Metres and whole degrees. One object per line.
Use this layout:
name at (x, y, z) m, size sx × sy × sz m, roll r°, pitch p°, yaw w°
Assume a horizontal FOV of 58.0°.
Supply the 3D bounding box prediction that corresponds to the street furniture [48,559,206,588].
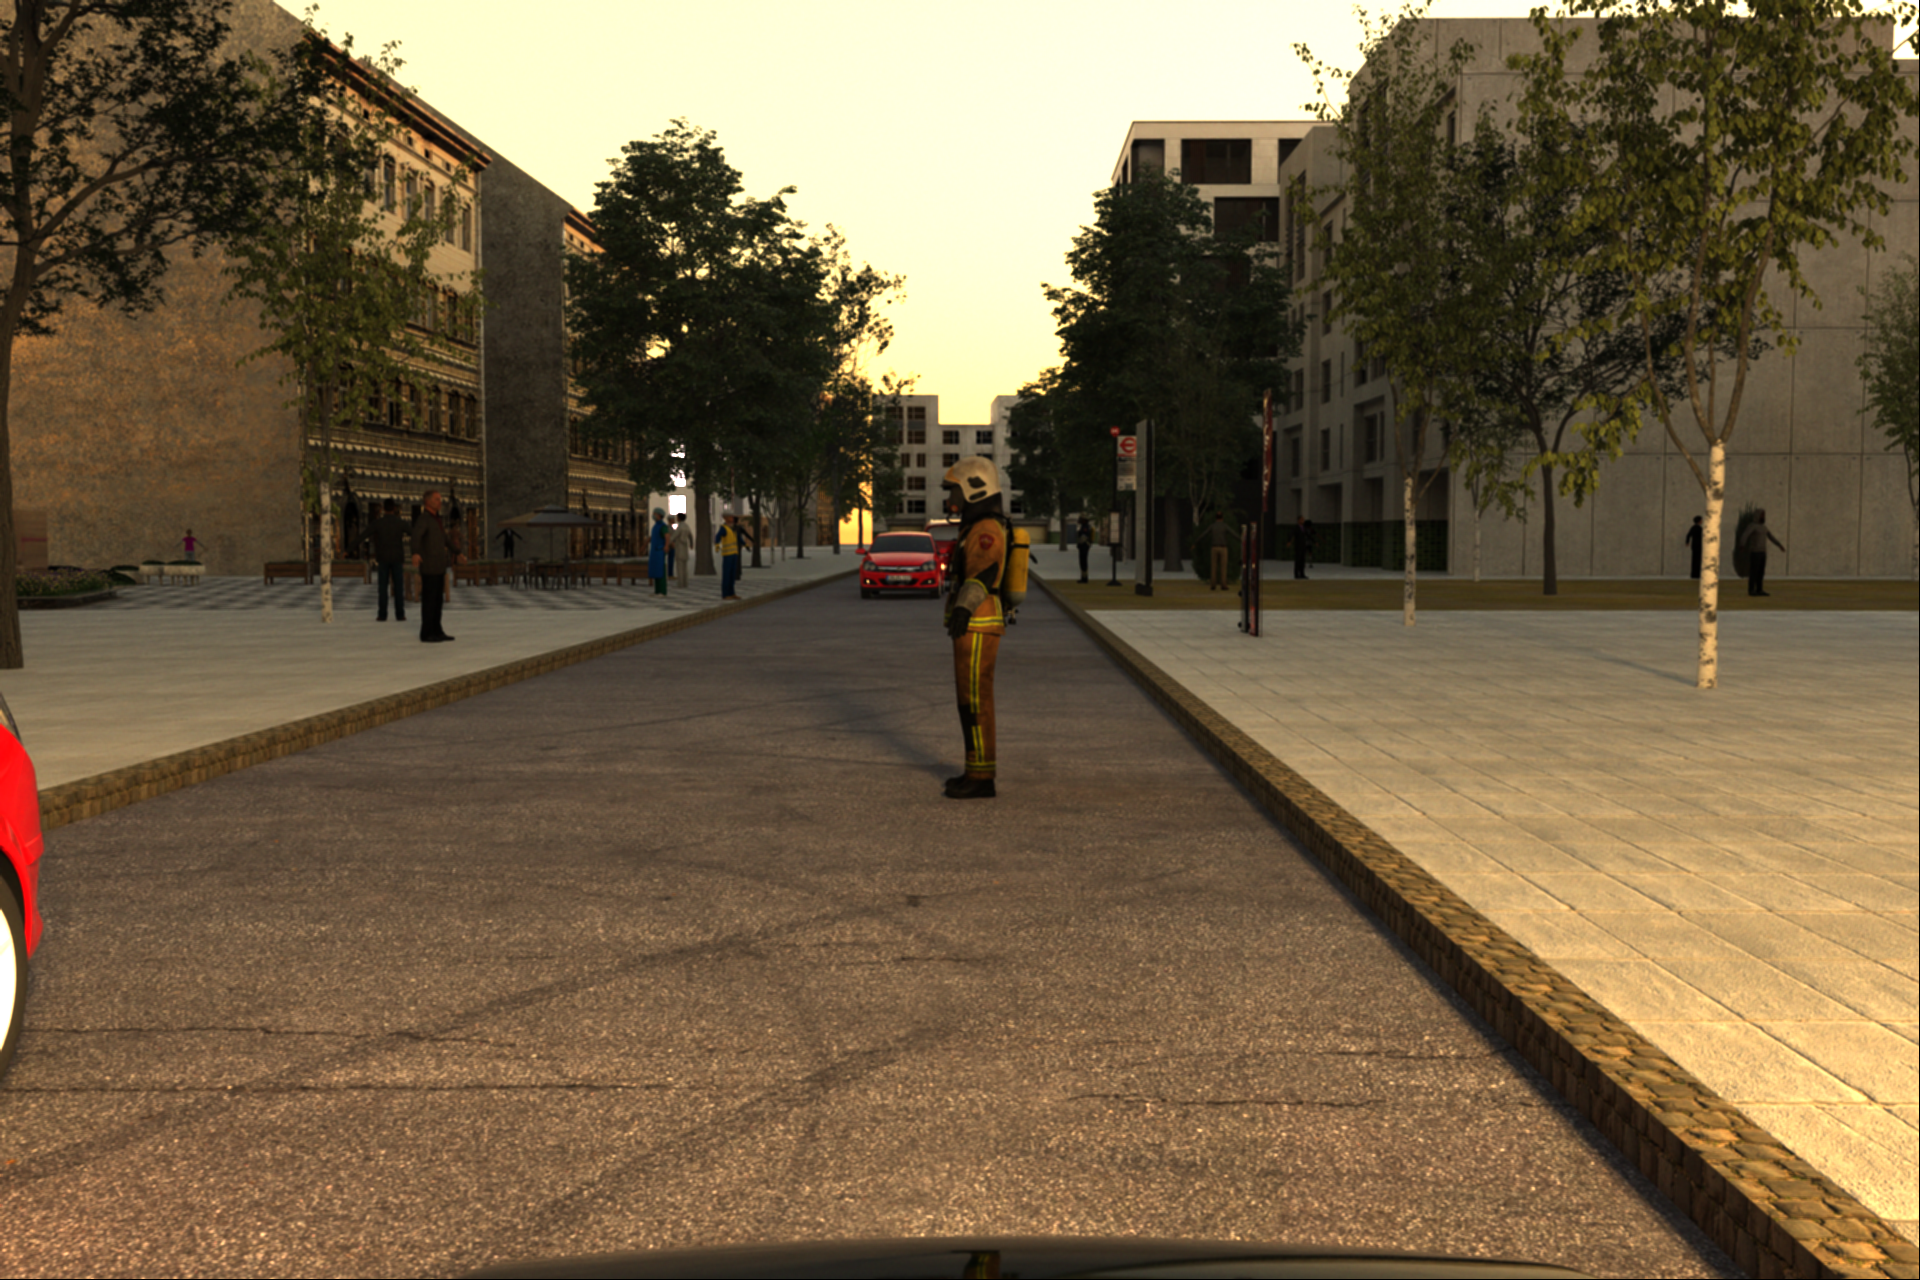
street furniture at (-23.679, -1.699, 43.408) m, size 10.072 × 0.657 × 5.734 m, roll 2°, pitch 4°, yaw 31°

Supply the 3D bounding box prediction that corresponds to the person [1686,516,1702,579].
person at (21.278, -2.675, 49.916) m, size 0.705 × 1.806 × 1.347 m, roll -1°, pitch 4°, yaw -10°

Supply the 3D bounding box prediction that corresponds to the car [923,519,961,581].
car at (-0.155, -2.237, 45.243) m, size 2.281 × 1.827 × 5.304 m, roll 0°, pitch 4°, yaw 0°

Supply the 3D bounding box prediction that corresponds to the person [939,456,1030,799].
person at (0.058, -0.079, 9.518) m, size 0.705 × 1.858 × 1.354 m, roll 0°, pitch 4°, yaw 0°

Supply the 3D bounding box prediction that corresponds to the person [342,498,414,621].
person at (-8.436, -1.197, 25.641) m, size 1.348 × 1.821 × 0.705 m, roll -1°, pitch 4°, yaw -20°

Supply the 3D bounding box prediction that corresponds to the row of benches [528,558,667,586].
row of benches at (-9.113, -1.729, 43.734) m, size 4.104 × 0.672 × 1.422 m, roll 2°, pitch 4°, yaw 28°

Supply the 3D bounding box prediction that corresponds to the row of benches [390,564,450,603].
row of benches at (-10.686, -1.142, 34.140) m, size 1.422 × 0.672 × 4.104 m, roll -2°, pitch 4°, yaw -24°

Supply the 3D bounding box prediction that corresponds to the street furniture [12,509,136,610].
street furniture at (-18.374, -1.548, 32.164) m, size 9.812 × 1.723 × 11.010 m, roll -1°, pitch 4°, yaw -17°

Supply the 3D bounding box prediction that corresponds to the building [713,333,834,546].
building at (-24.032, -22.053, 191.501) m, size 19.493 × 23.208 × 18.063 m, roll 0°, pitch 4°, yaw 2°

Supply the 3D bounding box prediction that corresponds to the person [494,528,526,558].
person at (-17.124, -3.615, 65.818) m, size 1.216 × 1.740 × 0.721 m, roll -2°, pitch 4°, yaw -30°

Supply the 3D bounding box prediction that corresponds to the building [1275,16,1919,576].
building at (23.558, -12.331, 68.071) m, size 16.747 × 18.905 × 31.486 m, roll 0°, pitch 4°, yaw 1°

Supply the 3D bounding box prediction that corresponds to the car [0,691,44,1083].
car at (-3.281, 0.391, 2.654) m, size 2.155 × 1.783 × 4.494 m, roll 0°, pitch 4°, yaw 1°

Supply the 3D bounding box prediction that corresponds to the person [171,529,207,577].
person at (-23.005, -2.595, 51.701) m, size 0.991 × 1.433 × 0.599 m, roll -2°, pitch 4°, yaw -29°

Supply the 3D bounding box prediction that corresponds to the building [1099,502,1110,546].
building at (24.640, -21.526, 182.884) m, size 19.493 × 23.208 × 18.063 m, roll 0°, pitch 4°, yaw 1°

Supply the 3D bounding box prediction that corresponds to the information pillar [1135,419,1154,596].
information pillar at (3.866, -2.754, 36.340) m, size 0.184 × 3.620 × 1.656 m, roll 0°, pitch 4°, yaw -1°

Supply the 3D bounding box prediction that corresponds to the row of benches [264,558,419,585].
row of benches at (-15.569, -1.763, 44.281) m, size 4.104 × 0.672 × 1.422 m, roll 0°, pitch 4°, yaw -8°

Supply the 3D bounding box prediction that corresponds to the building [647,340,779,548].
building at (-24.054, -18.983, 166.790) m, size 16.016 × 20.090 × 11.380 m, roll 0°, pitch 4°, yaw 1°

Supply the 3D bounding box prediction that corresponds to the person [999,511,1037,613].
person at (0.836, -1.422, 31.472) m, size 1.354 × 1.858 × 0.705 m, roll 3°, pitch 5°, yaw 44°

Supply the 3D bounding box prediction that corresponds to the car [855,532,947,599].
car at (-1.289, -1.880, 39.782) m, size 2.155 × 1.783 × 4.494 m, roll 0°, pitch 4°, yaw 1°

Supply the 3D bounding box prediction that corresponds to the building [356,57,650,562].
building at (-27.292, -15.809, 89.407) m, size 19.493 × 23.208 × 18.063 m, roll 0°, pitch 4°, yaw 2°

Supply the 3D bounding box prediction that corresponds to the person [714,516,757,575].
person at (-7.078, -2.975, 54.573) m, size 1.347 × 1.837 × 0.705 m, roll -1°, pitch 4°, yaw -12°

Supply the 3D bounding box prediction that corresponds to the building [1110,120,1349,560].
building at (22.653, -15.793, 102.194) m, size 27.936 × 21.610 × 32.646 m, roll 0°, pitch 4°, yaw 1°

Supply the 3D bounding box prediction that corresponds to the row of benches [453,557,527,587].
row of benches at (-11.905, -1.753, 44.123) m, size 1.422 × 0.672 × 4.104 m, roll 0°, pitch 4°, yaw 3°

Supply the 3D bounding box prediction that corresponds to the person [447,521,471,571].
person at (-17.360, -3.241, 59.793) m, size 1.217 × 1.733 × 0.721 m, roll 2°, pitch 4°, yaw 28°

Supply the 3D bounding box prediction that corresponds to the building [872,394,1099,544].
building at (4.336, -21.844, 226.066) m, size 31.486 × 18.905 × 16.747 m, roll 0°, pitch 4°, yaw -2°

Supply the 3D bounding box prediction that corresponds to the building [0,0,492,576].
building at (-28.847, -14.086, 61.237) m, size 19.493 × 23.208 × 18.063 m, roll 0°, pitch 4°, yaw 2°

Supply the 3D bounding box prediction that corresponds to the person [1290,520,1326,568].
person at (13.280, -3.668, 66.116) m, size 1.345 × 1.843 × 0.704 m, roll 1°, pitch 4°, yaw 18°

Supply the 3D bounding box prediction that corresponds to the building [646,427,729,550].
building at (-24.315, -12.681, 149.478) m, size 9.099 × 9.664 × 28.070 m, roll 0°, pitch 4°, yaw 1°

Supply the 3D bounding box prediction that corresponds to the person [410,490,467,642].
person at (-6.266, -0.886, 20.667) m, size 0.705 × 1.807 × 1.348 m, roll 0°, pitch 4°, yaw 8°

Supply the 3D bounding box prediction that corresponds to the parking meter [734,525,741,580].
parking meter at (-6.309, -2.437, 48.264) m, size 0.372 × 1.533 × 0.369 m, roll 0°, pitch 3°, yaw 0°

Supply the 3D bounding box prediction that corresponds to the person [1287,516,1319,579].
person at (9.764, -2.651, 49.572) m, size 1.346 × 1.802 × 0.704 m, roll -3°, pitch 5°, yaw -39°
